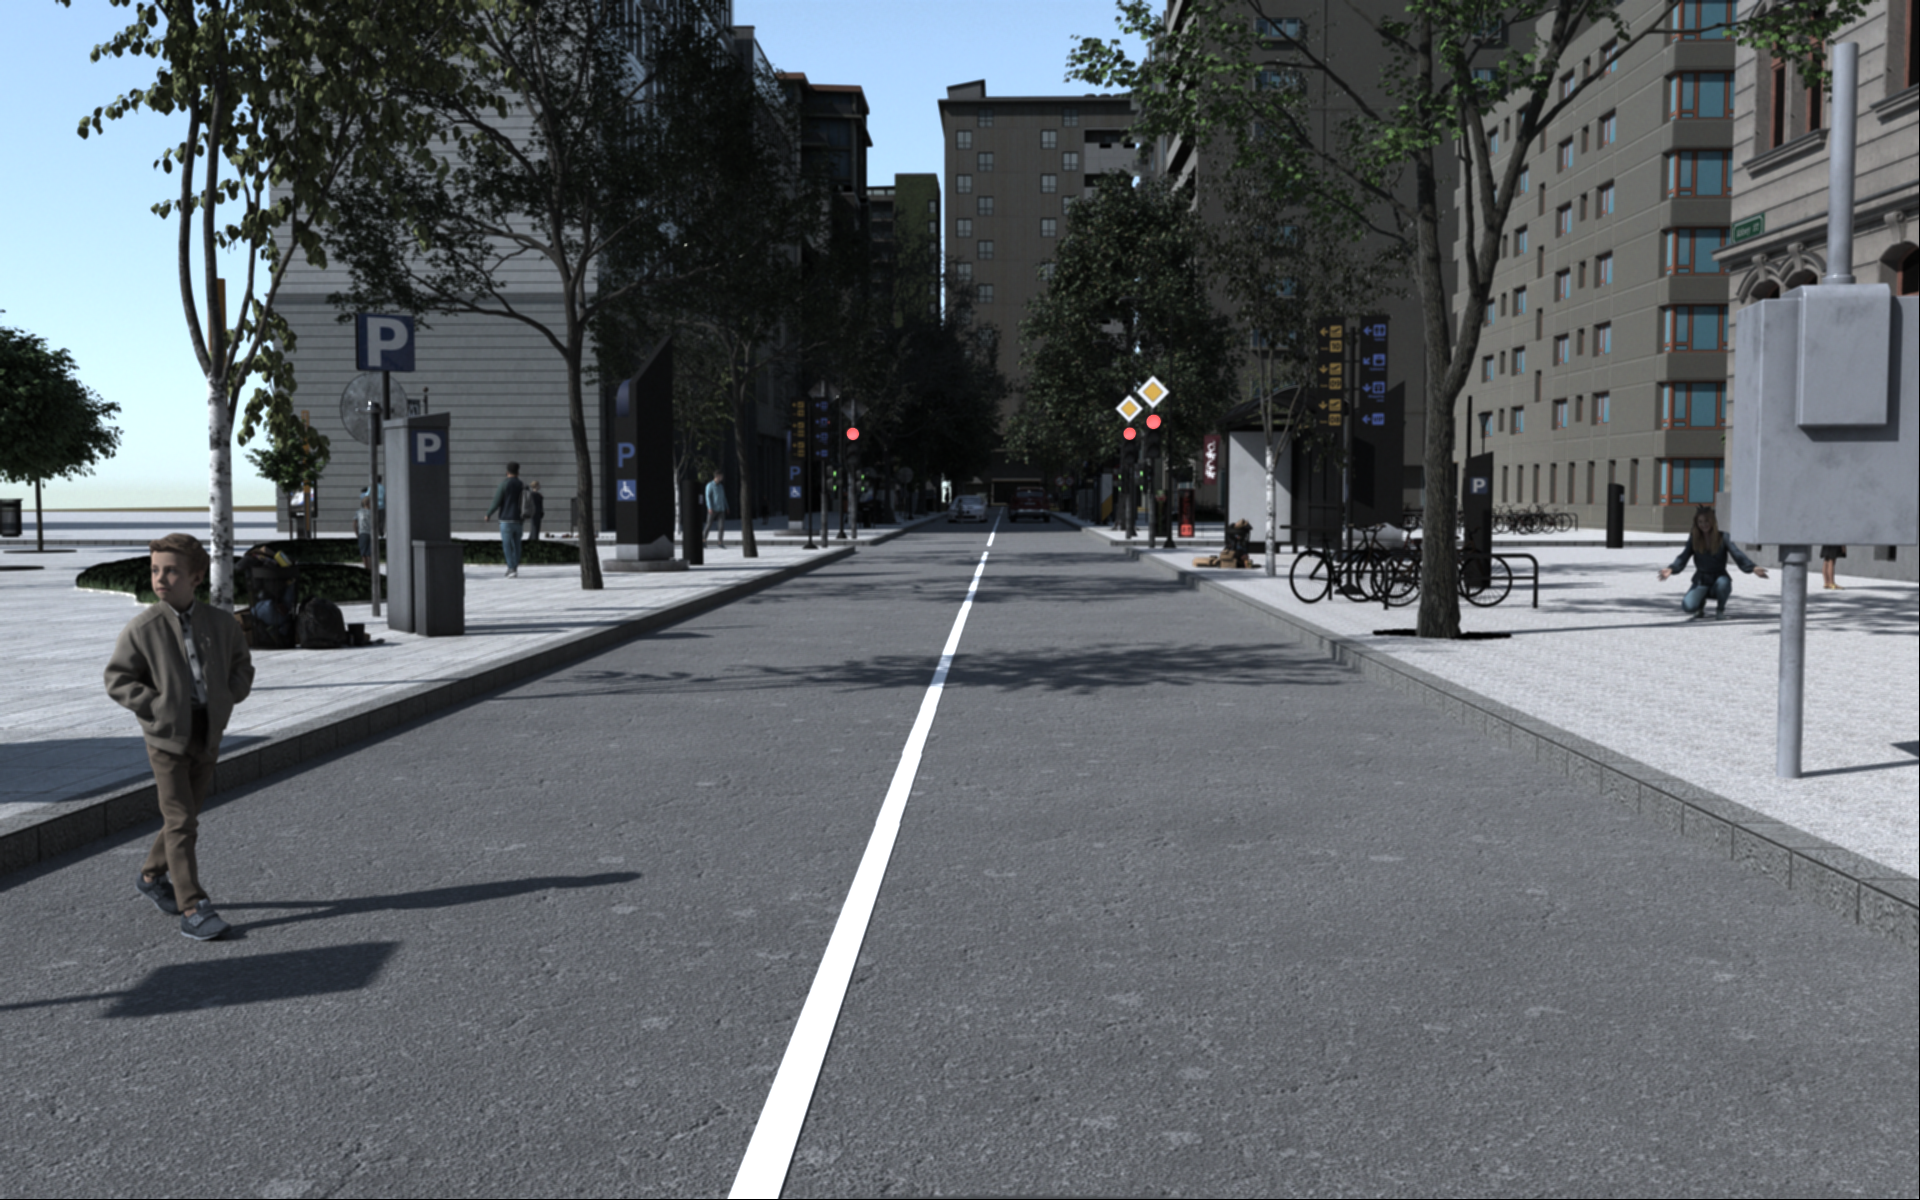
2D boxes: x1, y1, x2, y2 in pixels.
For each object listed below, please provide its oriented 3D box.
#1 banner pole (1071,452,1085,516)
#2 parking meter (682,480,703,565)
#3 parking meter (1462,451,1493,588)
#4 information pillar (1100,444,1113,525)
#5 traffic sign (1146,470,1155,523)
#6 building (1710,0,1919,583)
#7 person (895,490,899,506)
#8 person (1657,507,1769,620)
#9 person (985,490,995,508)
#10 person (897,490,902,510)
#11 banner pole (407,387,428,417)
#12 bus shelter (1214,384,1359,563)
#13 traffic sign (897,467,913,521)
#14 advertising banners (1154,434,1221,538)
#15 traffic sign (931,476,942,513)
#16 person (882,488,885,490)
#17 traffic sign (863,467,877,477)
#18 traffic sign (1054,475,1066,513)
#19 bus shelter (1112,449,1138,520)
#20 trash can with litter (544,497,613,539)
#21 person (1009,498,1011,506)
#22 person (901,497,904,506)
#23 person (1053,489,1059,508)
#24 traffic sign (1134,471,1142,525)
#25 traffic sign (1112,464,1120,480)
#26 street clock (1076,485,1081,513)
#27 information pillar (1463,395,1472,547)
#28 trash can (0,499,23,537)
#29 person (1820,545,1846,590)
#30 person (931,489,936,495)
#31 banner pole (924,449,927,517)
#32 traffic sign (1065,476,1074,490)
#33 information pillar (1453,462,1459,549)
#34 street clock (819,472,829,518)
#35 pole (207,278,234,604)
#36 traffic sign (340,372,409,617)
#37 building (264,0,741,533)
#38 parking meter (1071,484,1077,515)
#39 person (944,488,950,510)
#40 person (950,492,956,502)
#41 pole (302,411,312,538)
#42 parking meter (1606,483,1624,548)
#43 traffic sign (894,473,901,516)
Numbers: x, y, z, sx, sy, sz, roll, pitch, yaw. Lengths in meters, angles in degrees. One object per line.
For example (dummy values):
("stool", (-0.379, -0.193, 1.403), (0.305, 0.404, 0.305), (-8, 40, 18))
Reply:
("banner pole", (6.932, -6.818, 101.483), (0.863, 3.779, 0.401), (0, 4, 2))
("parking meter", (-4.836, -1.402, 31.340), (0.372, 1.533, 0.369), (0, 3, 0))
("parking meter", (7.093, -1.105, 23.777), (0.399, 1.863, 0.255), (1, 4, 14))
("information pillar", (6.014, -4.871, 70.991), (0.504, 3.616, 0.183), (-2, 4, -26))
("traffic sign", (8.329, -4.718, 77.252), (0.768, 2.556, 0.104), (1, 4, 9))
("building", (19.948, -14.234, 20.116), (14.401, 28.519, 23.554), (0, 4, 2))
("person", (-6.673, -10.865, 184.357), (0.621, 1.740, 0.551), (1, 4, 13))
("person", (7.742, -0.377, 17.708), (1.012, 1.151, 0.738), (2, 4, 33))
("person", (3.076, -10.546, 181.021), (1.348, 1.812, 0.705), (3, 5, 42))
("person", (-4.769, -7.878, 136.319), (0.415, 1.643, 0.593), (0, 4, 2))
("banner pole", (-12.618, -3.080, 40.370), (0.401, 3.779, 0.863), (3, 4, 37))
("bus shelter", (6.419, -2.490, 34.639), (2.014, 3.302, 5.546), (0, 4, 1))
("traffic sign", (-2.562, -4.956, 81.138), (0.768, 2.556, 0.104), (0, 4, 7))
("advertising banners", (6.652, -3.356, 51.064), (2.074, 3.025, 0.090), (1, 4, 16))
("traffic sign", (-1.631, -7.291, 119.314), (0.768, 2.556, 0.104), (0, 4, 4))
("person", (-5.635, -7.449, 128.555), (1.217, 1.743, 0.721), (1, 4, 21))
("traffic sign", (-4.335, -5.025, 82.262), (0.768, 2.556, 0.104), (0, 4, 6))
("traffic sign", (6.812, -7.207, 117.937), (0.768, 2.556, 0.104), (0, 4, 3))
("bus shelter", (8.191, -6.007, 89.503), (1.731, 3.624, 6.357), (0, 4, 1))
("trash can with litter", (-11.427, -2.419, 50.612), (2.233, 1.210, 1.678), (1, 4, 12))
("person", (4.476, -8.282, 147.095), (0.799, 1.438, 0.628), (1, 4, 22))
("person", (-6.093, -10.816, 182.508), (0.705, 1.869, 1.348), (1, 4, 20))
("person", (8.771, -9.229, 157.853), (0.541, 1.710, 0.530), (3, 4, 36))
("traffic sign", (7.253, -4.385, 71.798), (0.768, 2.556, 0.104), (1, 4, 9))
("traffic sign", (6.751, -4.433, 72.585), (0.768, 2.556, 0.104), (1, 4, 10))
("street clock", (7.882, -6.728, 114.565), (0.358, 2.002, 0.471), (-3, 4, -38))
("information pillar", (12.153, -3.061, 41.408), (0.183, 3.616, 0.504), (1, 4, 14))
("trash can", (-28.409, -2.455, 51.792), (0.748, 1.137, 0.748), (0, 3, 0))
("person", (11.772, -0.771, 23.316), (0.373, 1.253, 0.362), (0, 4, 1))
("person", (-2.917, -10.696, 180.879), (1.348, 1.831, 0.705), (0, 4, 8))
("banner pole", (-1.941, -6.530, 96.781), (0.401, 3.779, 0.863), (0, 4, -2))
("traffic sign", (7.670, -7.414, 121.325), (0.768, 2.556, 0.104), (0, 4, 6))
("information pillar", (11.160, -2.145, 39.561), (0.304, 2.012, 0.304), (-1, 4, -22))
("street clock", (-4.353, -3.123, 55.624), (0.358, 2.002, 0.471), (-1, 4, -14))
("pole", (-7.045, -1.385, 16.494), (0.158, 3.312, 0.155), (0, 3, 0))
("traffic sign", (-6.114, -1.099, 18.068), (0.768, 2.556, 0.104), (1, 4, 10))
("building", (-16.960, -17.995, 71.707), (11.434, 29.767, 29.804), (0, 4, 2))
("parking meter", (6.831, -5.990, 103.643), (0.255, 1.863, 0.399), (1, 4, 17))
("person", (-1.031, -8.080, 138.697), (0.434, 1.755, 0.990), (-1, 4, -9))
("person", (-0.563, -8.826, 153.614), (1.065, 1.426, 0.557), (2, 4, 34))
("pole", (-16.016, -2.974, 42.471), (0.158, 3.312, 0.155), (0, 3, 0))
("parking meter", (15.518, -1.994, 41.006), (0.372, 1.533, 0.369), (0, 3, 0))
("traffic sign", (-3.443, -6.111, 100.023), (0.768, 2.556, 0.104), (0, 4, 2))
